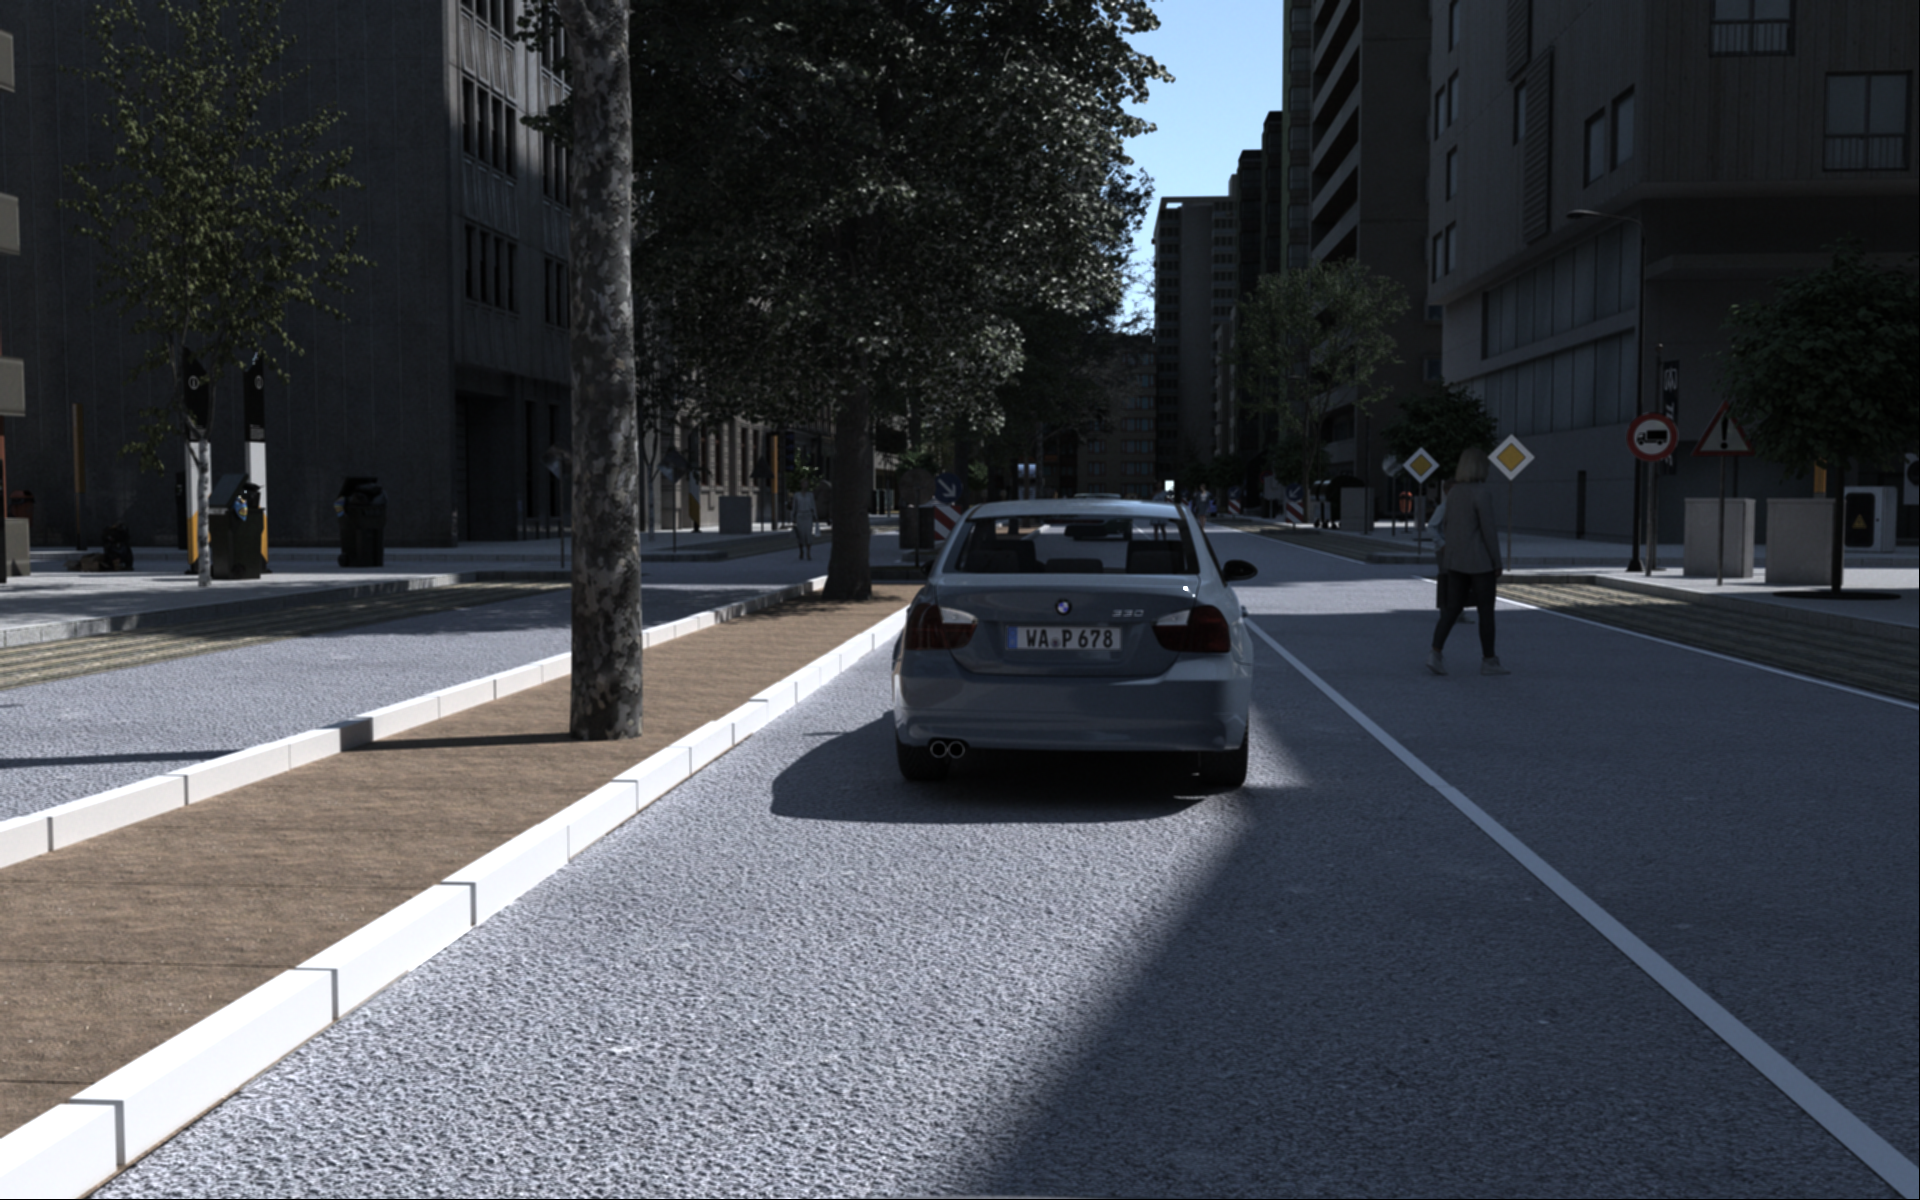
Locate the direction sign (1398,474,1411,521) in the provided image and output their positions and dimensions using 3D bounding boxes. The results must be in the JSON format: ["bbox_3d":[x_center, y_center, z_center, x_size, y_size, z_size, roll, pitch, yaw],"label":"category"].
[{"bbox_3d":[20.960,-5.505,81.997,0.379,3.537,0.876,-3,5,-43],"label":"direction sign"}]

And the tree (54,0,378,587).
[{"bbox_3d":[-10.407,-4.499,23.918,4.737,8.622,4.395,0,3,0],"label":"tree"}]

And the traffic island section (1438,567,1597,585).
[{"bbox_3d":[9.130,-0.396,28.763,2.009,0.180,2.903,0,4,5],"label":"traffic island section"}]

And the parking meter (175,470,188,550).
[{"bbox_3d":[-17.808,-2.090,39.875,0.255,1.863,0.399,2,4,30],"label":"parking meter"}]

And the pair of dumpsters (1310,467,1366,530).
[{"bbox_3d":[14.030,-3.776,64.227,1.574,2.255,4.437,0,4,5],"label":"pair of dumpsters"}]

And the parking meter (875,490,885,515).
[{"bbox_3d":[-4.836,-6.038,107.135,0.372,1.533,0.369,0,3,0],"label":"parking meter"}]

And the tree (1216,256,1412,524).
[{"bbox_3d":[15.072,-9.099,74.521,9.928,11.665,9.643,0,3,0],"label":"tree"}]

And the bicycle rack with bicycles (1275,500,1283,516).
[{"bbox_3d":[19.476,-5.534,103.855,2.852,0.926,2.925,0,4,1],"label":"bicycle rack with bicycles"}]

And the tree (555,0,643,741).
[{"bbox_3d":[-3.222,-9.308,10.529,12.611,20.169,13.585,0,3,0],"label":"tree"}]

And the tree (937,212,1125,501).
[{"bbox_3d":[1.978,-8.083,60.376,9.928,11.665,9.643,0,3,0],"label":"tree"}]

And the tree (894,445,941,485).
[{"bbox_3d":[-2.825,-7.889,112.703,4.285,4.588,4.351,0,3,0],"label":"tree"}]

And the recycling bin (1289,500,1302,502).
[{"bbox_3d":[15.043,-3.945,77.049,0.722,1.027,0.722,0,4,1],"label":"recycling bin"}]

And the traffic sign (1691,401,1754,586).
[{"bbox_3d":[10.643,-1.479,24.190,0.884,2.594,0.081,0,4,5],"label":"traffic sign"}]

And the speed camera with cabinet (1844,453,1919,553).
[{"bbox_3d":[20.156,-2.634,37.399,0.660,3.252,2.038,-2,4,-35],"label":"speed camera with cabinet"}]

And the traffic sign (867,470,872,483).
[{"bbox_3d":[-4.821,-5.343,87.469,0.768,2.556,0.104,1,4,8],"label":"traffic sign"}]

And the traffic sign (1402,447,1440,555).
[{"bbox_3d":[9.736,-2.019,36.648,0.795,2.450,0.064,0,4,5],"label":"traffic sign"}]

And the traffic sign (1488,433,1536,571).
[{"bbox_3d":[9.106,-1.532,28.688,0.795,2.450,0.064,0,4,5],"label":"traffic sign"}]

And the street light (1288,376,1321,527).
[{"bbox_3d":[13.634,-5.868,68.481,1.470,5.913,1.316,0,4,5],"label":"street light"}]

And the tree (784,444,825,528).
[{"bbox_3d":[-6.211,-4.355,65.800,1.663,3.219,1.824,0,3,0],"label":"tree"}]

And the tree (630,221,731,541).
[{"bbox_3d":[-8.298,-5.887,46.620,4.360,8.622,3.978,0,3,0],"label":"tree"}]

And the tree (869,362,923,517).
[{"bbox_3d":[-3.932,-8.900,95.882,4.360,8.622,3.978,0,3,0],"label":"tree"}]

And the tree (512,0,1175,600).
[{"bbox_3d":[-1.524,-6.977,23.186,9.857,13.997,8.962,0,3,0],"label":"tree"}]

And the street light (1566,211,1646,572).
[{"bbox_3d":[10.635,-3.423,28.506,1.470,5.913,1.316,0,4,5],"label":"street light"}]

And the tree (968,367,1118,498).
[{"bbox_3d":[4.549,-9.724,95.863,8.767,10.594,7.601,0,4,5],"label":"tree"}]

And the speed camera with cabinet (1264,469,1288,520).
[{"bbox_3d":[16.345,-5.674,87.104,2.038,3.252,0.660,-1,4,-15],"label":"speed camera with cabinet"}]

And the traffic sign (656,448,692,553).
[{"bbox_3d":[-6.257,-2.097,37.928,0.795,2.450,0.064,0,4,5],"label":"traffic sign"}]

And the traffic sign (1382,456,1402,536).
[{"bbox_3d":[13.214,-3.218,52.717,0.768,2.556,0.104,1,4,10],"label":"traffic sign"}]

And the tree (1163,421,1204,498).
[{"bbox_3d":[22.857,-13.782,175.705,4.360,8.622,3.978,0,3,0],"label":"tree"}]

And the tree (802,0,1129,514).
[{"bbox_3d":[-0.046,-7.277,39.565,7.486,12.596,7.792,0,3,0],"label":"tree"}]

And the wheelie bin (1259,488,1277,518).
[{"bbox_3d":[16.216,-5.102,91.330,0.980,1.594,0.693,-1,4,-17],"label":"wheelie bin"}]

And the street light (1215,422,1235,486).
[{"bbox_3d":[17.093,-8.487,111.304,1.470,5.913,1.316,0,4,5],"label":"street light"}]

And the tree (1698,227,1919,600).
[{"bbox_3d":[10.902,-2.317,21.605,4.285,4.588,4.351,0,3,0],"label":"tree"}]

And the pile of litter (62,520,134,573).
[{"bbox_3d":[-14.428,-0.922,29.040,1.176,0.858,1.719,-1,4,-10],"label":"pile of litter"}]

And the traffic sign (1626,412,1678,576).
[{"bbox_3d":[10.797,-1.650,27.092,0.768,2.556,0.104,1,4,11],"label":"traffic sign"}]

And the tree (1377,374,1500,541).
[{"bbox_3d":[13.216,-3.911,47.662,4.285,4.588,4.351,0,3,0],"label":"tree"}]

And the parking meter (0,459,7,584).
[{"bbox_3d":[-13.866,-1.166,24.783,0.399,1.863,0.255,3,5,42],"label":"parking meter"}]

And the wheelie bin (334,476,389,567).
[{"bbox_3d":[-10.511,-1.385,30.548,0.693,1.594,0.980,2,4,34],"label":"wheelie bin"}]

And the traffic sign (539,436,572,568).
[{"bbox_3d":[-6.887,-1.610,29.968,0.795,2.450,0.064,0,4,5],"label":"traffic sign"}]

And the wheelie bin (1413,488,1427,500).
[{"bbox_3d":[22.704,-4.707,84.860,0.980,1.594,0.693,1,4,16],"label":"wheelie bin"}]

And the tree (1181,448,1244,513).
[{"bbox_3d":[18.477,-8.344,120.134,4.285,4.588,4.351,0,3,0],"label":"tree"}]

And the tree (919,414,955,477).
[{"bbox_3d":[-1.462,-11.103,131.901,4.737,8.622,4.395,0,3,0],"label":"tree"}]

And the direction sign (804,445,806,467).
[{"bbox_3d":[-7.133,-5.362,79.660,0.379,3.537,0.876,0,4,0],"label":"direction sign"}]

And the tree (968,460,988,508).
[{"bbox_3d":[1.932,-11.887,178.058,4.285,4.588,4.351,0,3,0],"label":"tree"}]

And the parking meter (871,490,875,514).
[{"bbox_3d":[-5.452,-6.198,109.743,0.372,1.533,0.369,0,3,0],"label":"parking meter"}]

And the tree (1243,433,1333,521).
[{"bbox_3d":[16.195,-6.079,83.108,4.285,4.588,4.351,0,3,0],"label":"tree"}]

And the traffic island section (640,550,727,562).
[{"bbox_3d":[-6.281,-0.961,37.992,2.009,0.180,2.903,0,4,5],"label":"traffic island section"}]

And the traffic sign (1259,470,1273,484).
[{"bbox_3d":[16.520,-5.704,93.371,0.768,2.556,0.104,0,4,6],"label":"traffic sign"}]

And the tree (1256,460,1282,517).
[{"bbox_3d":[17.239,-6.307,97.727,1.663,3.219,1.824,0,3,0],"label":"tree"}]

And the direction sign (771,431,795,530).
[{"bbox_3d":[-6.389,-4.310,62.463,0.876,3.537,0.379,1,4,11],"label":"direction sign"}]

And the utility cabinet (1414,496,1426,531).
[{"bbox_3d":[15.998,-3.004,60.271,0.306,1.237,1.020,1,4,9],"label":"utility cabinet"}]

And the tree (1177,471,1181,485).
[{"bbox_3d":[21.209,-10.446,154.509,4.285,4.588,4.351,0,3,0],"label":"tree"}]

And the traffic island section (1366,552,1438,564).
[{"bbox_3d":[9.760,-0.883,36.723,2.009,0.180,2.903,0,4,5],"label":"traffic island section"}]

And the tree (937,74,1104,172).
[{"bbox_3d":[0.904,-8.348,49.321,12.009,13.543,11.850,0,3,0],"label":"tree"}]

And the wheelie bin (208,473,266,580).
[{"bbox_3d":[-10.928,-1.114,26.124,0.980,1.594,0.693,2,4,35],"label":"wheelie bin"}]

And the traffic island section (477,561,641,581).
[{"bbox_3d":[-6.911,-0.474,30.032,2.009,0.180,2.903,0,4,5],"label":"traffic island section"}]

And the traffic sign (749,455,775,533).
[{"bbox_3d":[-6.597,-3.531,57.737,0.884,2.594,0.081,1,4,9],"label":"traffic sign"}]
